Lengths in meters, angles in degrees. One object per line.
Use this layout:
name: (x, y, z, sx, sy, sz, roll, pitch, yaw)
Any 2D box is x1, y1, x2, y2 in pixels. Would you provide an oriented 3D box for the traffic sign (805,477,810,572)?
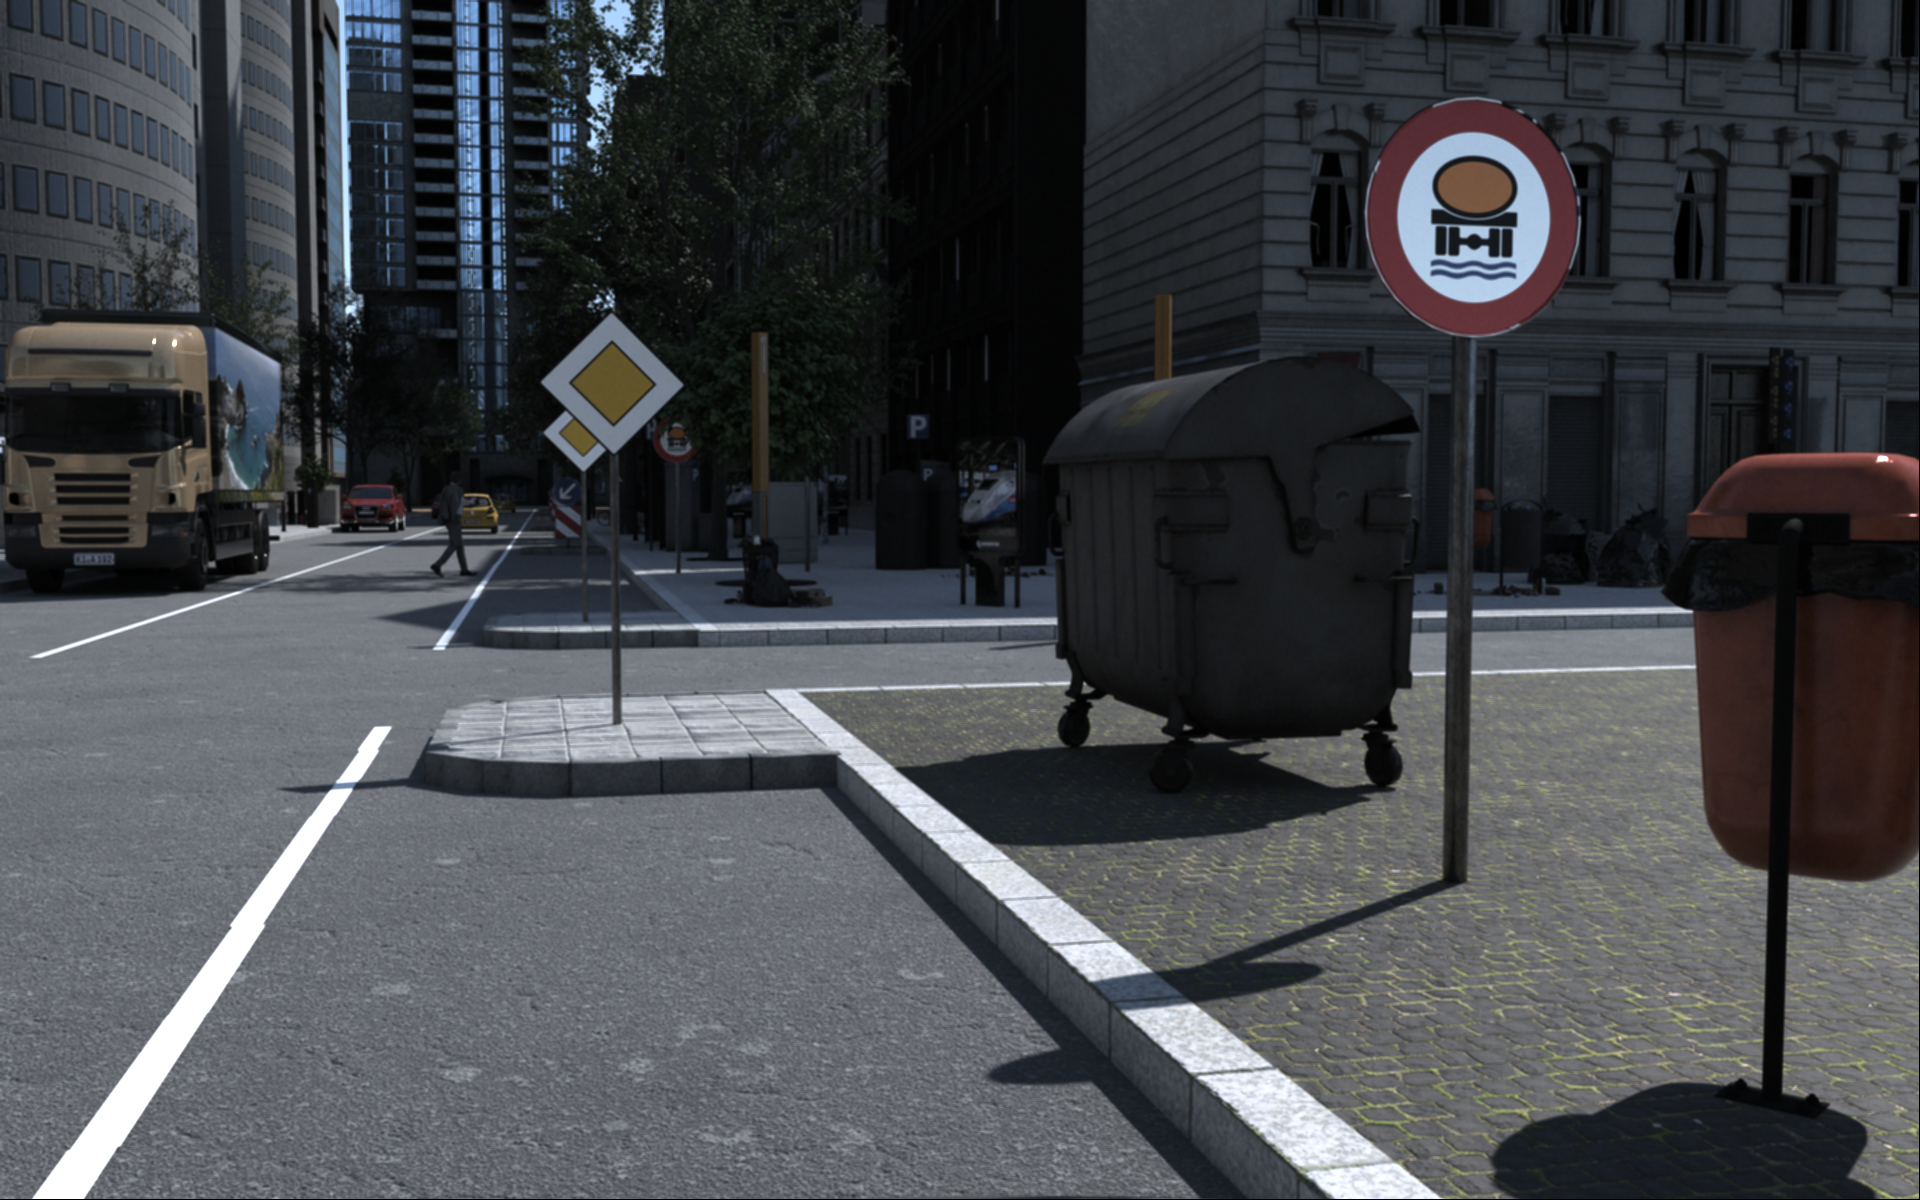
traffic sign: (-2.520, -1.741, 28.572, 0.768, 2.556, 0.104, -1, 4, -13)

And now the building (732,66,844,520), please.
building: (-5.275, -14.419, 84.897, 9.793, 20.994, 18.267, -1, 4, -13)

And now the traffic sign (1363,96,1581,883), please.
traffic sign: (1.644, -0.340, 5.672, 0.768, 2.556, 0.104, -1, 4, -13)

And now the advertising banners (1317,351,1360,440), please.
advertising banners: (3.887, -1.546, 21.469, 2.074, 3.025, 0.090, 0, 4, 8)

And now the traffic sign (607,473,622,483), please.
traffic sign: (-17.046, -5.253, 85.883, 0.884, 2.594, 0.081, -1, 4, -12)

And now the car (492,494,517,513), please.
car: (-34.716, -7.431, 131.728, 2.015, 1.641, 3.980, -1, 4, -13)

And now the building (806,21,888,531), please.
building: (0.150, -12.337, 66.342, 10.561, 19.102, 19.286, -1, 4, -13)

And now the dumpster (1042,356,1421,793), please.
dumpster: (1.237, -0.147, 8.167, 1.264, 1.857, 1.865, -1, 4, -14)

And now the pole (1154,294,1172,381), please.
pole: (2.083, -1.466, 17.814, 0.158, 3.312, 0.155, 0, 3, 0)

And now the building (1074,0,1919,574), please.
building: (12.218, -11.249, 33.067, 18.267, 20.994, 9.793, -1, 4, -13)

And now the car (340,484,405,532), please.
car: (-22.529, -3.539, 66.538, 2.281, 1.827, 5.304, -1, 4, -13)

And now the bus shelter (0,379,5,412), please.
bus shelter: (-16.177, -2.026, 27.055, 2.014, 3.302, 5.546, -1, 4, -13)

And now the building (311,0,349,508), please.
building: (-59.161, -30.153, 143.106, 14.200, 45.320, 14.600, -1, 4, -13)

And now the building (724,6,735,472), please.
building: (-6.515, -41.314, 113.729, 20.563, 71.187, 20.611, -1, 4, -13)

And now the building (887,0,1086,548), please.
building: (5.486, -13.443, 49.463, 12.332, 23.373, 15.834, -1, 4, -13)

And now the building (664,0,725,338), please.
building: (-11.511, -31.299, 135.440, 21.300, 48.544, 21.600, -1, 4, -13)

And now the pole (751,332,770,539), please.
pole: (-2.524, -1.717, 21.922, 0.158, 3.312, 0.155, 0, 3, 0)

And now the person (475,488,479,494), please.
person: (-32.519, -6.618, 116.788, 0.705, 1.814, 1.350, 1, 4, 9)

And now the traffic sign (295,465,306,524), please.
traffic sign: (-28.443, -4.588, 75.119, 0.768, 2.556, 0.104, 0, 4, -6)

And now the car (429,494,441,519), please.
car: (-30.166, -5.690, 102.077, 2.155, 1.783, 4.494, -1, 4, -15)

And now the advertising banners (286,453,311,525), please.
advertising banners: (-27.917, -4.714, 73.270, 0.090, 3.025, 2.074, 1, 4, 9)

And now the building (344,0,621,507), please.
building: (-53.319, -53.480, 187.064, 31.000, 86.520, 22.319, -1, 4, -13)

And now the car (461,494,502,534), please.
car: (-17.832, -3.259, 63.501, 2.015, 1.641, 3.980, -1, 4, -14)

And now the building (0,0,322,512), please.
building: (-58.058, -35.420, 121.113, 21.231, 58.520, 28.212, -1, 4, -13)

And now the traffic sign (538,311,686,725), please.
traffic sign: (-1.914, -0.364, 9.591, 0.795, 2.450, 0.064, -1, 4, -13)

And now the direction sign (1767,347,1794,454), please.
direction sign: (12.782, -2.143, 27.038, 0.876, 3.537, 0.379, -3, 5, -43)

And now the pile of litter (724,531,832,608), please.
pile of litter: (-2.133, -0.385, 20.253, 1.176, 0.858, 1.719, -1, 4, -19)

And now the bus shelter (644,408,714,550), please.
bus shelter: (-7.114, -3.145, 42.700, 1.731, 3.624, 6.357, -1, 4, -13)

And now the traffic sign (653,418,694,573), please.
traffic sign: (-4.584, -1.713, 28.122, 0.768, 2.556, 0.104, 0, 4, -4)

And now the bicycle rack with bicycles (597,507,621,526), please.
bicycle rack with bicycles: (-13.176, -3.502, 70.640, 2.925, 0.926, 2.852, 0, 4, -4)

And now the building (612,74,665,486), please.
building: (-30.401, -32.999, 189.647, 14.200, 45.320, 14.600, -1, 4, -13)

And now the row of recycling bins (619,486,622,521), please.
row of recycling bins: (-14.925, -4.452, 79.899, 1.069, 1.692, 3.534, 1, 4, 13)

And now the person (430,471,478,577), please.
person: (-8.778, -1.312, 30.045, 0.850, 1.850, 0.679, -2, 4, -33)

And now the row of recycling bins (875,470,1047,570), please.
row of recycling bins: (0.103, -1.421, 30.345, 3.534, 1.692, 1.069, -3, 4, -38)

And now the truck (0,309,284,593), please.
truck: (-13.231, -2.434, 28.706, 2.839, 4.237, 11.283, -1, 4, -14)

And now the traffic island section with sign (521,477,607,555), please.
traffic island section with sign: (-9.518, -2.012, 41.523, 1.989, 1.847, 2.006, -1, 4, -13)

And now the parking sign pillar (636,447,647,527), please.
parking sign pillar: (-12.174, -4.825, 67.358, 1.447, 3.967, 1.447, 0, 4, -4)

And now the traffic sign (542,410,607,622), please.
traffic sign: (-3.770, -0.839, 17.358, 0.795, 2.450, 0.064, -1, 4, -13)
